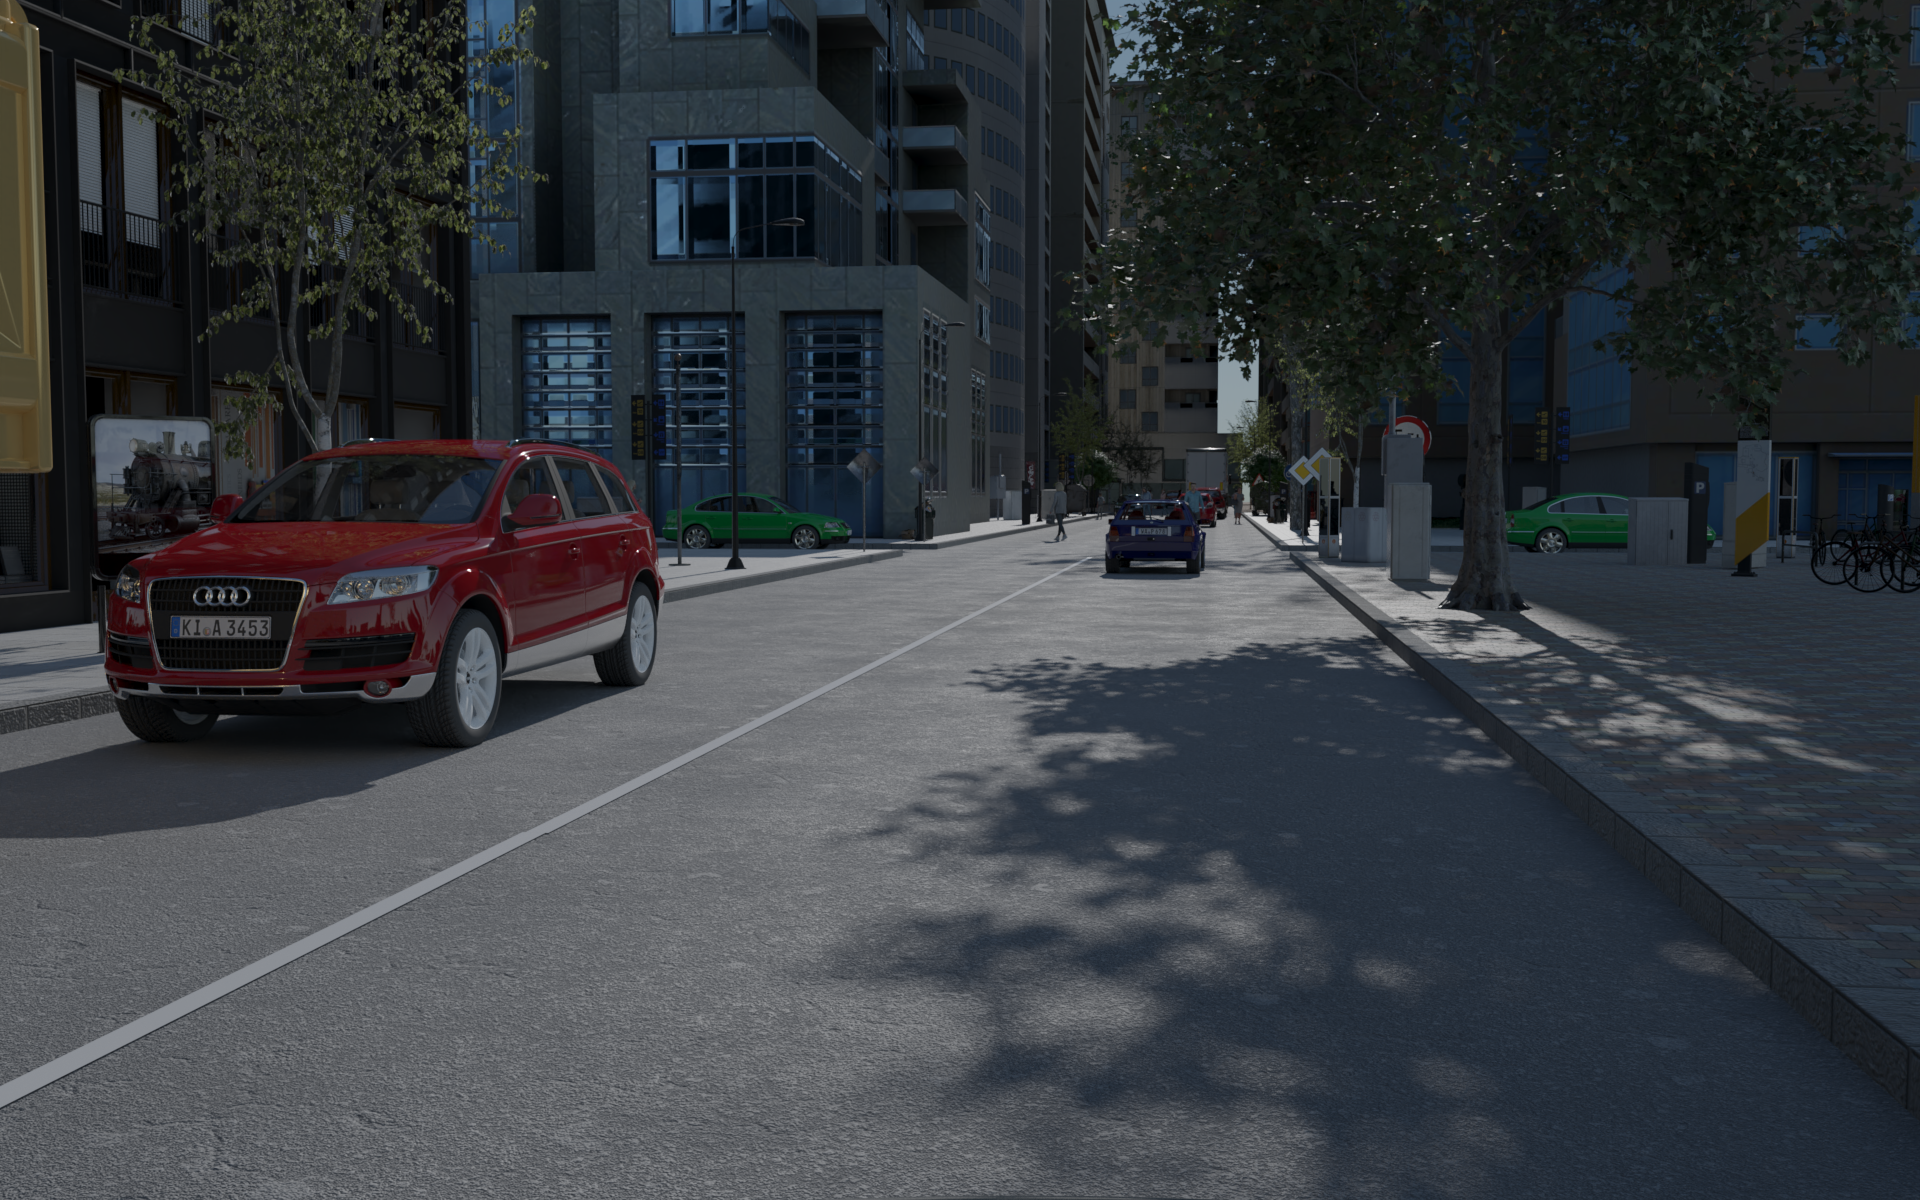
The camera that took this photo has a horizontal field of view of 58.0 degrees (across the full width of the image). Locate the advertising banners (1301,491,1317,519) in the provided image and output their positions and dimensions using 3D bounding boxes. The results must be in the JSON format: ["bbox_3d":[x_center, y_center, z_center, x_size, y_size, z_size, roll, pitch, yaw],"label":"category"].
[{"bbox_3d":[17.778,-5.583,87.462,2.074,3.025,0.090,2,4,33],"label":"advertising banners"}]

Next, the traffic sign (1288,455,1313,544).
[{"bbox_3d":[8.883,-2.520,44.840,0.795,2.450,0.064,1,4,8],"label":"traffic sign"}]

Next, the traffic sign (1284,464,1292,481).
[{"bbox_3d":[13.820,-4.389,71.860,0.768,2.556,0.104,1,4,12],"label":"traffic sign"}]

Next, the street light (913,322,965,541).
[{"bbox_3d":[-0.552,-4.557,47.045,1.470,5.913,1.316,1,4,8],"label":"street light"}]

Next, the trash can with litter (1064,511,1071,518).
[{"bbox_3d":[4.954,-4.723,88.604,1.055,1.170,0.624,3,4,37],"label":"trash can with litter"}]

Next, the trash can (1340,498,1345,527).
[{"bbox_3d":[14.527,-3.387,67.034,0.748,1.137,0.748,0,3,0],"label":"trash can"}]

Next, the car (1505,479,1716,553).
[{"bbox_3d":[14.828,-1.895,39.788,4.718,1.807,1.959,0,4,8],"label":"car"}]

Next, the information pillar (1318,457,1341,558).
[{"bbox_3d":[7.410,-1.850,34.742,0.304,2.012,0.304,-2,4,-30],"label":"information pillar"}]

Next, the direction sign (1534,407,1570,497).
[{"bbox_3d":[15.415,-3.251,45.147,0.876,3.537,0.379,0,4,8],"label":"direction sign"}]

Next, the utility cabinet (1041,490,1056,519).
[{"bbox_3d":[4.543,-4.772,86.706,0.318,1.500,1.173,-2,4,-35],"label":"utility cabinet"}]

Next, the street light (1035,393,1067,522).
[{"bbox_3d":[4.199,-6.553,79.686,1.470,5.913,1.316,1,4,8],"label":"street light"}]

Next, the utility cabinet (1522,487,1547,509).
[{"bbox_3d":[17.597,-2.714,53.052,0.318,1.500,1.173,0,4,-3],"label":"utility cabinet"}]

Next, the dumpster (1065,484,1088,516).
[{"bbox_3d":[6.664,-5.764,99.992,1.264,1.857,1.865,1,4,9],"label":"dumpster"}]

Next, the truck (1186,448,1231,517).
[{"bbox_3d":[16.082,-7.539,112.182,2.839,4.237,11.283,1,4,10],"label":"truck"}]

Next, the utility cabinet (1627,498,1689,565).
[{"bbox_3d":[12.639,-1.236,31.365,1.020,1.237,0.306,-1,4,-9],"label":"utility cabinet"}]

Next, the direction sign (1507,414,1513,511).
[{"bbox_3d":[15.769,-3.531,49.726,0.379,3.537,0.876,1,4,10],"label":"direction sign"}]

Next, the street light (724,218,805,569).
[{"bbox_3d":[-3.309,-3.476,29.375,1.470,5.913,1.316,1,4,8],"label":"street light"}]

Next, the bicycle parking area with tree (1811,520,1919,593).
[{"bbox_3d":[15.160,-2.033,20.234,9.016,4.147,8.231,1,4,23],"label":"bicycle parking area with tree"}]

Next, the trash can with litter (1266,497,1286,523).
[{"bbox_3d":[13.791,-3.941,75.828,0.624,1.170,1.055,-2,4,-26],"label":"trash can with litter"}]

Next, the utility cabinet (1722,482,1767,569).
[{"bbox_3d":[13.501,-1.292,29.802,1.173,1.500,0.318,-3,5,-44],"label":"utility cabinet"}]

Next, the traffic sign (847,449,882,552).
[{"bbox_3d":[-2.125,-2.127,38.418,0.795,2.450,0.064,1,4,8],"label":"traffic sign"}]

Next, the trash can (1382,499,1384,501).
[{"bbox_3d":[11.933,-2.188,47.431,0.748,1.137,0.748,0,3,0],"label":"trash can"}]

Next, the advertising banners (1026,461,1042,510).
[{"bbox_3d":[4.510,-5.852,91.860,2.074,3.025,0.090,0,4,-1],"label":"advertising banners"}]

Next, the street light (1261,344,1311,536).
[{"bbox_3d":[10.041,-4.922,53.011,1.470,5.913,1.316,1,4,8],"label":"street light"}]

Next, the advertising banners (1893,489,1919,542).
[{"bbox_3d":[24.704,-2.933,44.138,0.090,3.025,2.074,-3,4,-39],"label":"advertising banners"}]

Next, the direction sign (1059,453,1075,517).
[{"bbox_3d":[5.877,-6.330,95.489,0.876,3.537,0.379,0,4,-7],"label":"direction sign"}]

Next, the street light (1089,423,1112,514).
[{"bbox_3d":[9.130,-8.562,112.532,1.470,5.913,1.316,1,4,8],"label":"street light"}]

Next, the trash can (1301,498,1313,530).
[{"bbox_3d":[12.394,-3.124,62.739,0.748,1.137,0.748,0,3,0],"label":"trash can"}]

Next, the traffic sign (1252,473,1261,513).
[{"bbox_3d":[18.664,-6.611,108.092,0.884,2.594,0.081,1,4,10],"label":"traffic sign"}]

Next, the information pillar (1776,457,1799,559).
[{"bbox_3d":[16.487,-1.837,34.520,0.304,2.012,0.304,3,5,39],"label":"information pillar"}]

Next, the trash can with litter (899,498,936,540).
[{"bbox_3d":[-1.217,-2.276,48.592,1.055,1.170,0.624,1,4,20],"label":"trash can with litter"}]

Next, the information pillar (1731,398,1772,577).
[{"bbox_3d":[12.269,-2.167,26.792,0.504,3.616,0.183,3,5,43],"label":"information pillar"}]

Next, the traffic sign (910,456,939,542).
[{"bbox_3d":[-0.951,-2.610,46.316,0.795,2.450,0.064,1,4,8],"label":"traffic sign"}]

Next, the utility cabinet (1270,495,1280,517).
[{"bbox_3d":[16.671,-4.927,91.723,0.306,1.237,1.020,2,4,26],"label":"utility cabinet"}]

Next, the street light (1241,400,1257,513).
[{"bbox_3d":[14.771,-6.918,85.655,1.470,5.913,1.316,1,4,8],"label":"street light"}]

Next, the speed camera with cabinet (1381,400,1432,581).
[{"bbox_3d":[6.791,-1.956,26.309,0.660,3.252,2.038,1,4,10],"label":"speed camera with cabinet"}]

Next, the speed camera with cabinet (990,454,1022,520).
[{"bbox_3d":[2.293,-5.597,85.852,0.660,3.252,2.038,3,5,42],"label":"speed camera with cabinet"}]

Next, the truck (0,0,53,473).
[{"bbox_3d":[-5.068,-0.337,1.434,3.469,3.379,9.791,1,4,8],"label":"truck"}]

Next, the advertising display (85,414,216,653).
[{"bbox_3d":[-6.619,-0.551,14.229,0.974,1.923,0.123,-3,5,-43],"label":"advertising display"}]

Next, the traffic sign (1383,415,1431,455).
[{"bbox_3d":[7.243,-1.715,28.141,0.768,2.556,0.104,1,4,9],"label":"traffic sign"}]

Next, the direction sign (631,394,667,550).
[{"bbox_3d":[-7.087,-2.905,39.489,0.876,3.537,0.379,1,4,18],"label":"direction sign"}]

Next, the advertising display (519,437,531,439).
[{"bbox_3d":[-4.973,-0.902,19.959,0.123,1.923,0.974,-1,4,-10],"label":"advertising display"}]

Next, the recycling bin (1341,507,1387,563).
[{"bbox_3d":[7.685,-1.229,32.642,0.722,1.027,0.722,-2,4,-34],"label":"recycling bin"}]

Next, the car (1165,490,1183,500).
[{"bbox_3d":[21.366,-10.003,172.228,2.281,1.827,5.304,0,4,7],"label":"car"}]

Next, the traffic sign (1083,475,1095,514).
[{"bbox_3d":[8.440,-6.939,113.557,0.768,2.556,0.104,1,4,10],"label":"traffic sign"}]

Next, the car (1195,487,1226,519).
[{"bbox_3d":[14.201,-5.572,99.772,2.281,1.827,5.304,0,4,7],"label":"car"}]

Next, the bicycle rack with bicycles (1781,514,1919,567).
[{"bbox_3d":[16.228,-1.101,31.381,2.852,0.926,2.925,1,4,9],"label":"bicycle rack with bicycles"}]

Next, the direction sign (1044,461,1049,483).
[{"bbox_3d":[5.714,-7.732,118.412,0.876,3.537,0.379,-2,4,-33],"label":"direction sign"}]

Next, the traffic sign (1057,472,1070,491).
[{"bbox_3d":[5.878,-6.009,98.352,0.768,2.556,0.104,1,4,14],"label":"traffic sign"}]

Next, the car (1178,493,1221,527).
[{"bbox_3d":[10.386,-4.116,76.333,2.155,1.783,4.494,1,4,10],"label":"car"}]

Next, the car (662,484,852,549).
[{"bbox_3d":[-5.085,-2.126,43.563,4.718,1.807,1.959,0,4,7],"label":"car"}]

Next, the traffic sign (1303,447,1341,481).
[{"bbox_3d":[7.709,-2.037,36.941,0.795,2.450,0.064,1,4,8],"label":"traffic sign"}]
